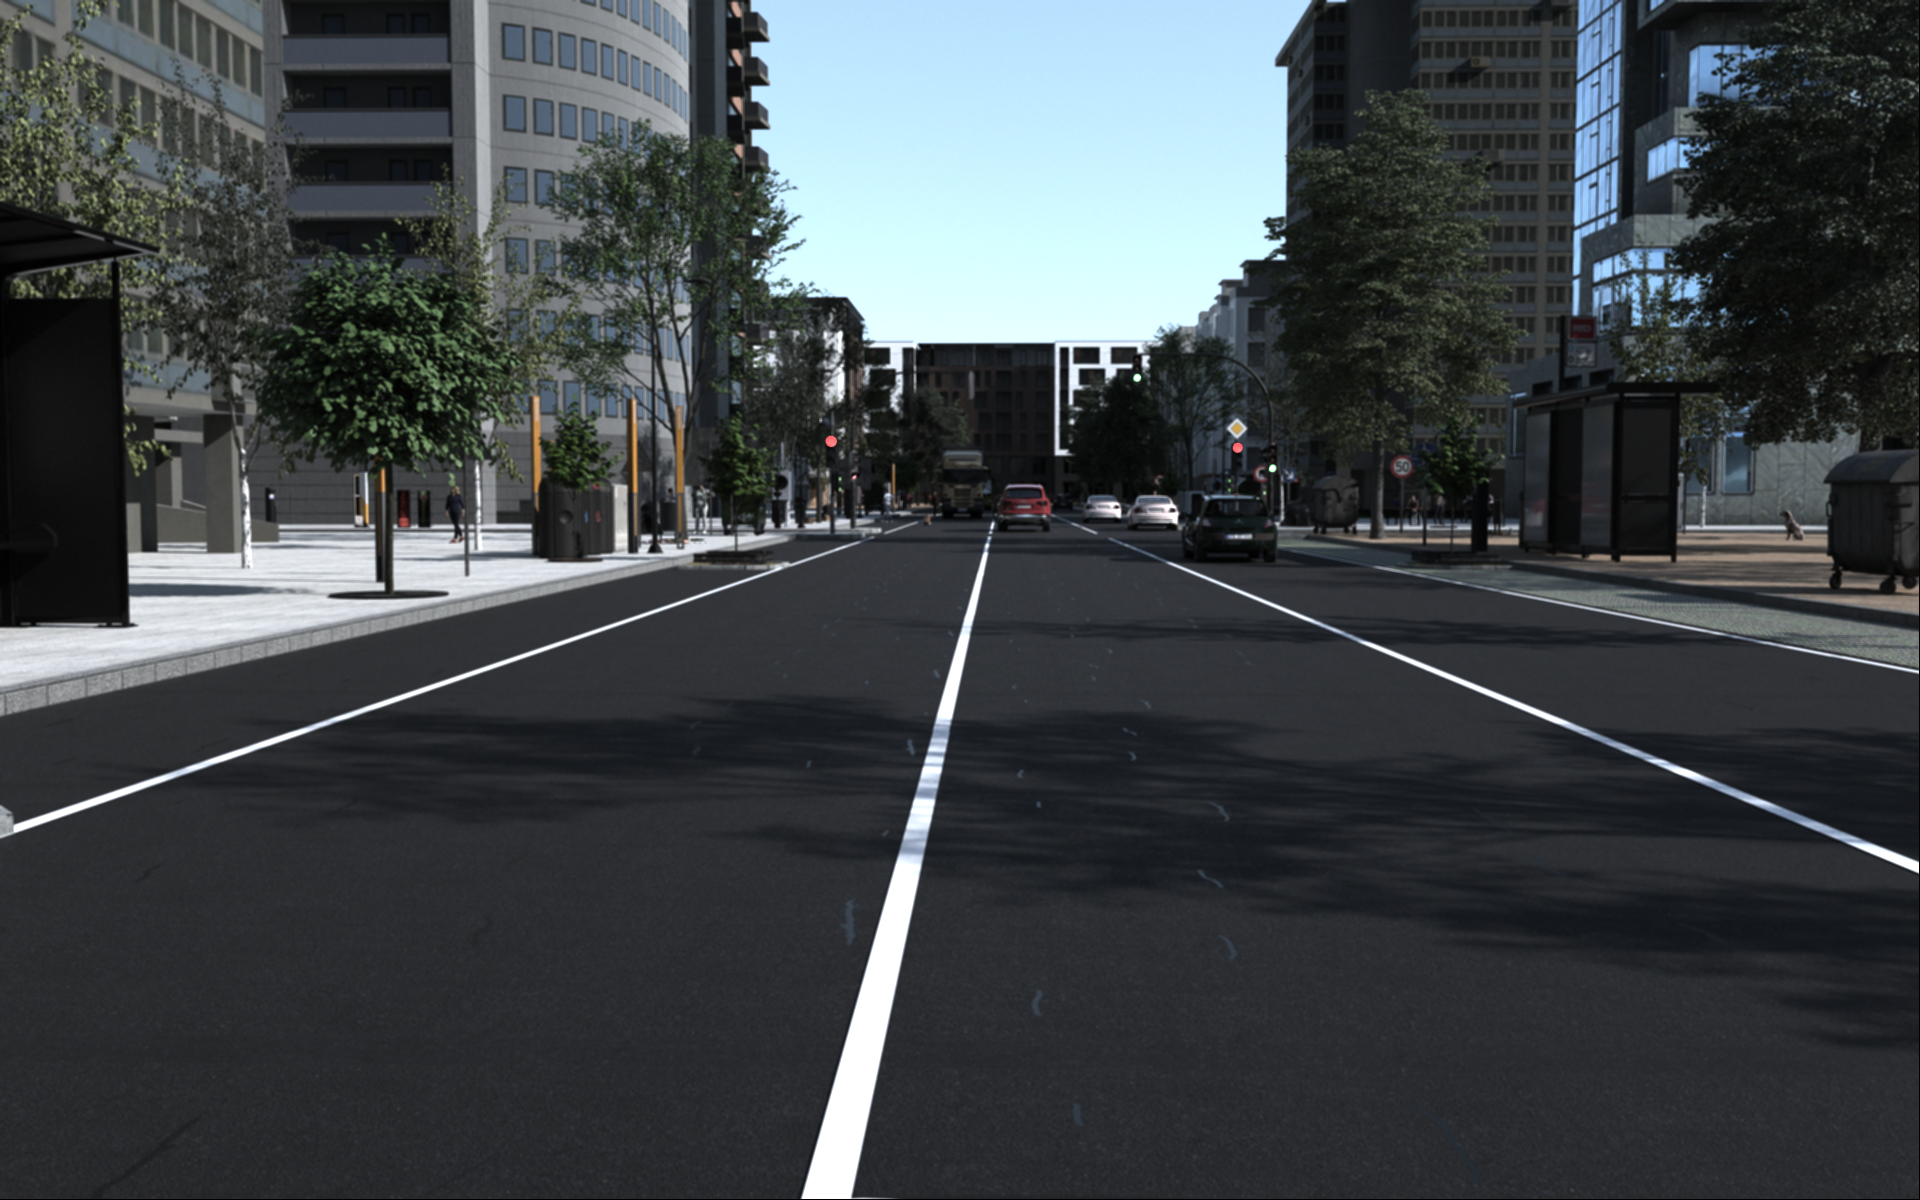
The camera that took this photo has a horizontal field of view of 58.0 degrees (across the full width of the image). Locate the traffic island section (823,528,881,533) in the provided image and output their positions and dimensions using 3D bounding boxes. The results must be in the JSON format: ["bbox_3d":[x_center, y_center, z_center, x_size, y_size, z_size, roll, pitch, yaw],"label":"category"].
[{"bbox_3d":[-3.983,-2.571,64.309,2.009,0.180,2.903,0,4,1],"label":"traffic island section"}]

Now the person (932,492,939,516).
[{"bbox_3d":[-1.553,-6.164,111.550,0.388,1.546,0.482,3,4,39],"label":"person"}]

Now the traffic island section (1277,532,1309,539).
[{"bbox_3d":[10.029,-2.062,55.993,2.009,0.180,2.903,0,4,1],"label":"traffic island section"}]

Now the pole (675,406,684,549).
[{"bbox_3d":[-6.528,-2.844,40.338,0.158,3.312,0.155,0,3,0],"label":"pole"}]

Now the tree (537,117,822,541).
[{"bbox_3d":[-7.653,-7.442,47.429,9.928,11.665,9.643,0,3,0],"label":"tree"}]

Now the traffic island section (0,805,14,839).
[{"bbox_3d":[-4.989,0.980,6.838,1.991,0.108,1.994,0,4,1],"label":"traffic island section"}]

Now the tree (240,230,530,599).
[{"bbox_3d":[-7.129,-2.318,21.621,4.285,4.588,4.351,0,3,0],"label":"tree"}]

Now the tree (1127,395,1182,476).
[{"bbox_3d":[14.666,-10.863,127.974,4.360,8.622,3.978,0,3,0],"label":"tree"}]

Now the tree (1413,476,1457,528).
[{"bbox_3d":[18.432,-4.362,65.915,1.663,3.219,1.824,0,3,0],"label":"tree"}]

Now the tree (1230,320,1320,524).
[{"bbox_3d":[13.409,-7.461,72.343,4.360,8.622,3.978,0,3,0],"label":"tree"}]

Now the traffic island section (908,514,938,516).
[{"bbox_3d":[-2.455,-5.711,116.247,1.991,0.108,1.994,0,4,1],"label":"traffic island section"}]

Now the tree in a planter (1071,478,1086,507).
[{"bbox_3d":[13.210,-11.998,193.388,1.991,3.239,1.994,0,4,1],"label":"tree in a planter"}]

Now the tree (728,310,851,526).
[{"bbox_3d":[-7.005,-7.279,69.367,4.360,8.622,3.978,0,3,0],"label":"tree"}]

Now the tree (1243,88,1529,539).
[{"bbox_3d":[11.907,-7.984,48.673,7.486,12.596,7.792,0,3,0],"label":"tree"}]

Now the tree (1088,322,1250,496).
[{"bbox_3d":[13.962,-10.977,105.223,9.928,11.665,9.643,0,3,0],"label":"tree"}]

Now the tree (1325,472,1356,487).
[{"bbox_3d":[17.806,-5.395,82.806,1.663,3.219,1.824,0,3,0],"label":"tree"}]

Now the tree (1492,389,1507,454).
[{"bbox_3d":[35.544,-9.679,108.607,4.737,8.622,4.395,0,3,0],"label":"tree"}]

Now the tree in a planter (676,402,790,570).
[{"bbox_3d":[-4.369,-2.230,33.679,1.991,3.239,1.994,0,4,1],"label":"tree in a planter"}]

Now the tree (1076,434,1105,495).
[{"bbox_3d":[16.904,-16.255,200.180,7.601,10.594,8.767,-2,4,-34],"label":"tree"}]

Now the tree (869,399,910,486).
[{"bbox_3d":[-5.935,-11.004,130.281,4.737,8.622,4.395,0,3,0],"label":"tree"}]

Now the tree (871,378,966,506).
[{"bbox_3d":[-4.402,-16.674,182.986,12.009,13.543,11.850,0,3,0],"label":"tree"}]

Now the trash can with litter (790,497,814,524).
[{"bbox_3d":[-6.836,-3.907,75.264,0.624,1.170,1.055,2,4,32],"label":"trash can with litter"}]

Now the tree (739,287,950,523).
[{"bbox_3d":[-6.107,-8.750,77.482,8.767,10.594,7.601,2,4,35],"label":"tree"}]

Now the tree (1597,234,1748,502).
[{"bbox_3d":[20.129,-6.038,49.080,4.737,8.622,4.395,0,3,0],"label":"tree"}]

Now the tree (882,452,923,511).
[{"bbox_3d":[-4.592,-9.272,135.308,4.285,4.588,4.351,0,3,0],"label":"tree"}]

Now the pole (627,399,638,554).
[{"bbox_3d":[-7.046,-2.655,37.244,0.158,3.312,0.155,0,3,0],"label":"pole"}]

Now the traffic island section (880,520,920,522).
[{"bbox_3d":[-3.082,-4.064,89.310,1.991,0.108,1.994,0,4,1],"label":"traffic island section"}]

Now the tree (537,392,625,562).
[{"bbox_3d":[-7.209,-2.347,32.976,1.663,3.219,1.824,0,3,0],"label":"tree"}]

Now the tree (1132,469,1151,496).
[{"bbox_3d":[14.234,-8.638,135.825,1.663,3.219,1.824,0,3,0],"label":"tree"}]

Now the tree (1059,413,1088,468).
[{"bbox_3d":[16.321,-17.627,213.955,9.928,11.665,9.643,0,3,0],"label":"tree"}]

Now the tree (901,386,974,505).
[{"bbox_3d":[-3.062,-17.941,199.987,9.857,13.997,8.962,0,3,0],"label":"tree"}]

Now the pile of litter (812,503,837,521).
[{"bbox_3d":[-6.490,-4.203,82.676,1.176,0.858,1.719,-2,4,-33],"label":"pile of litter"}]

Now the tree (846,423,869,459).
[{"bbox_3d":[-9.439,-10.500,122.031,4.737,8.622,4.395,0,3,0],"label":"tree"}]

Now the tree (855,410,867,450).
[{"bbox_3d":[-8.417,-10.033,114.403,4.360,8.622,3.978,0,3,0],"label":"tree"}]

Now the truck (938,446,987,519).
[{"bbox_3d":[0.128,-7.057,104.296,2.839,4.237,11.283,0,4,0],"label":"truck"}]

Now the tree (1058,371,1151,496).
[{"bbox_3d":[15.183,-16.618,178.358,9.857,13.997,8.962,0,3,0],"label":"tree"}]

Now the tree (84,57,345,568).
[{"bbox_3d":[-12.383,-4.839,29.485,4.360,8.622,3.978,0,3,0],"label":"tree"}]

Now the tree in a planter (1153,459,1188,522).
[{"bbox_3d":[10.787,-5.610,88.953,1.991,3.239,1.994,0,4,1],"label":"tree in a planter"}]

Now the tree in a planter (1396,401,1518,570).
[{"bbox_3d":[9.508,-2.212,33.391,1.991,3.239,1.994,0,4,1],"label":"tree in a planter"}]

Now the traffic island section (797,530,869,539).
[{"bbox_3d":[-4.168,-2.082,56.326,2.009,0.180,2.903,0,4,1],"label":"traffic island section"}]

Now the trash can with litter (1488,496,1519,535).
[{"bbox_3d":[16.958,-2.664,54.611,1.678,1.210,2.233,0,4,4],"label":"trash can with litter"}]

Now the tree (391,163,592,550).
[{"bbox_3d":[-10.815,-5.450,39.474,4.737,8.622,4.395,0,3,0],"label":"tree"}]

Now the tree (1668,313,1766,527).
[{"bbox_3d":[28.821,-7.119,66.758,4.360,8.622,3.978,0,3,0],"label":"tree"}]

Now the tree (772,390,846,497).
[{"bbox_3d":[-9.994,-9.517,105.967,4.737,8.622,4.395,0,3,0],"label":"tree"}]

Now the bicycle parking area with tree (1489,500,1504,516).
[{"bbox_3d":[33.661,-6.942,100.506,9.016,4.147,8.231,3,4,39],"label":"bicycle parking area with tree"}]

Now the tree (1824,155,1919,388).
[{"bbox_3d":[28.752,-7.557,49.305,9.928,11.665,9.643,0,3,0],"label":"tree"}]

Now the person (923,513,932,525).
[{"bbox_3d":[-1.515,-3.697,79.414,0.357,0.543,0.381,1,4,22],"label":"person"}]

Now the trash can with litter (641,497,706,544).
[{"bbox_3d":[-7.887,-2.087,45.183,2.233,1.210,1.678,1,4,18],"label":"trash can with litter"}]

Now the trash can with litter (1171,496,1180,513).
[{"bbox_3d":[14.442,-6.597,118.910,1.678,1.210,2.233,2,4,24],"label":"trash can with litter"}]

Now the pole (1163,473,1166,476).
[{"bbox_3d":[15.640,-8.482,132.528,0.158,3.312,0.155,0,3,0],"label":"pole"}]

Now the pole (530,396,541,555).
[{"bbox_3d":[-8.861,-2.591,36.203,0.158,3.312,0.155,0,3,0],"label":"pole"}]

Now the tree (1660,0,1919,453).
[{"bbox_3d":[19.820,-8.011,37.639,9.857,13.997,8.962,0,3,0],"label":"tree"}]

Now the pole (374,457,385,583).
[{"bbox_3d":[-8.378,-1.911,25.094,0.158,3.312,0.155,0,3,0],"label":"pole"}]

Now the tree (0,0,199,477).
[{"bbox_3d":[-12.406,-4.459,23.272,4.737,8.622,4.395,0,3,0],"label":"tree"}]

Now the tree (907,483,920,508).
[{"bbox_3d":[-4.533,-10.148,160.519,1.663,3.219,1.824,0,3,0],"label":"tree"}]

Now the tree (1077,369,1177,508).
[{"bbox_3d":[15.572,-14.807,159.099,9.611,12.733,9.660,0,3,0],"label":"tree"}]
